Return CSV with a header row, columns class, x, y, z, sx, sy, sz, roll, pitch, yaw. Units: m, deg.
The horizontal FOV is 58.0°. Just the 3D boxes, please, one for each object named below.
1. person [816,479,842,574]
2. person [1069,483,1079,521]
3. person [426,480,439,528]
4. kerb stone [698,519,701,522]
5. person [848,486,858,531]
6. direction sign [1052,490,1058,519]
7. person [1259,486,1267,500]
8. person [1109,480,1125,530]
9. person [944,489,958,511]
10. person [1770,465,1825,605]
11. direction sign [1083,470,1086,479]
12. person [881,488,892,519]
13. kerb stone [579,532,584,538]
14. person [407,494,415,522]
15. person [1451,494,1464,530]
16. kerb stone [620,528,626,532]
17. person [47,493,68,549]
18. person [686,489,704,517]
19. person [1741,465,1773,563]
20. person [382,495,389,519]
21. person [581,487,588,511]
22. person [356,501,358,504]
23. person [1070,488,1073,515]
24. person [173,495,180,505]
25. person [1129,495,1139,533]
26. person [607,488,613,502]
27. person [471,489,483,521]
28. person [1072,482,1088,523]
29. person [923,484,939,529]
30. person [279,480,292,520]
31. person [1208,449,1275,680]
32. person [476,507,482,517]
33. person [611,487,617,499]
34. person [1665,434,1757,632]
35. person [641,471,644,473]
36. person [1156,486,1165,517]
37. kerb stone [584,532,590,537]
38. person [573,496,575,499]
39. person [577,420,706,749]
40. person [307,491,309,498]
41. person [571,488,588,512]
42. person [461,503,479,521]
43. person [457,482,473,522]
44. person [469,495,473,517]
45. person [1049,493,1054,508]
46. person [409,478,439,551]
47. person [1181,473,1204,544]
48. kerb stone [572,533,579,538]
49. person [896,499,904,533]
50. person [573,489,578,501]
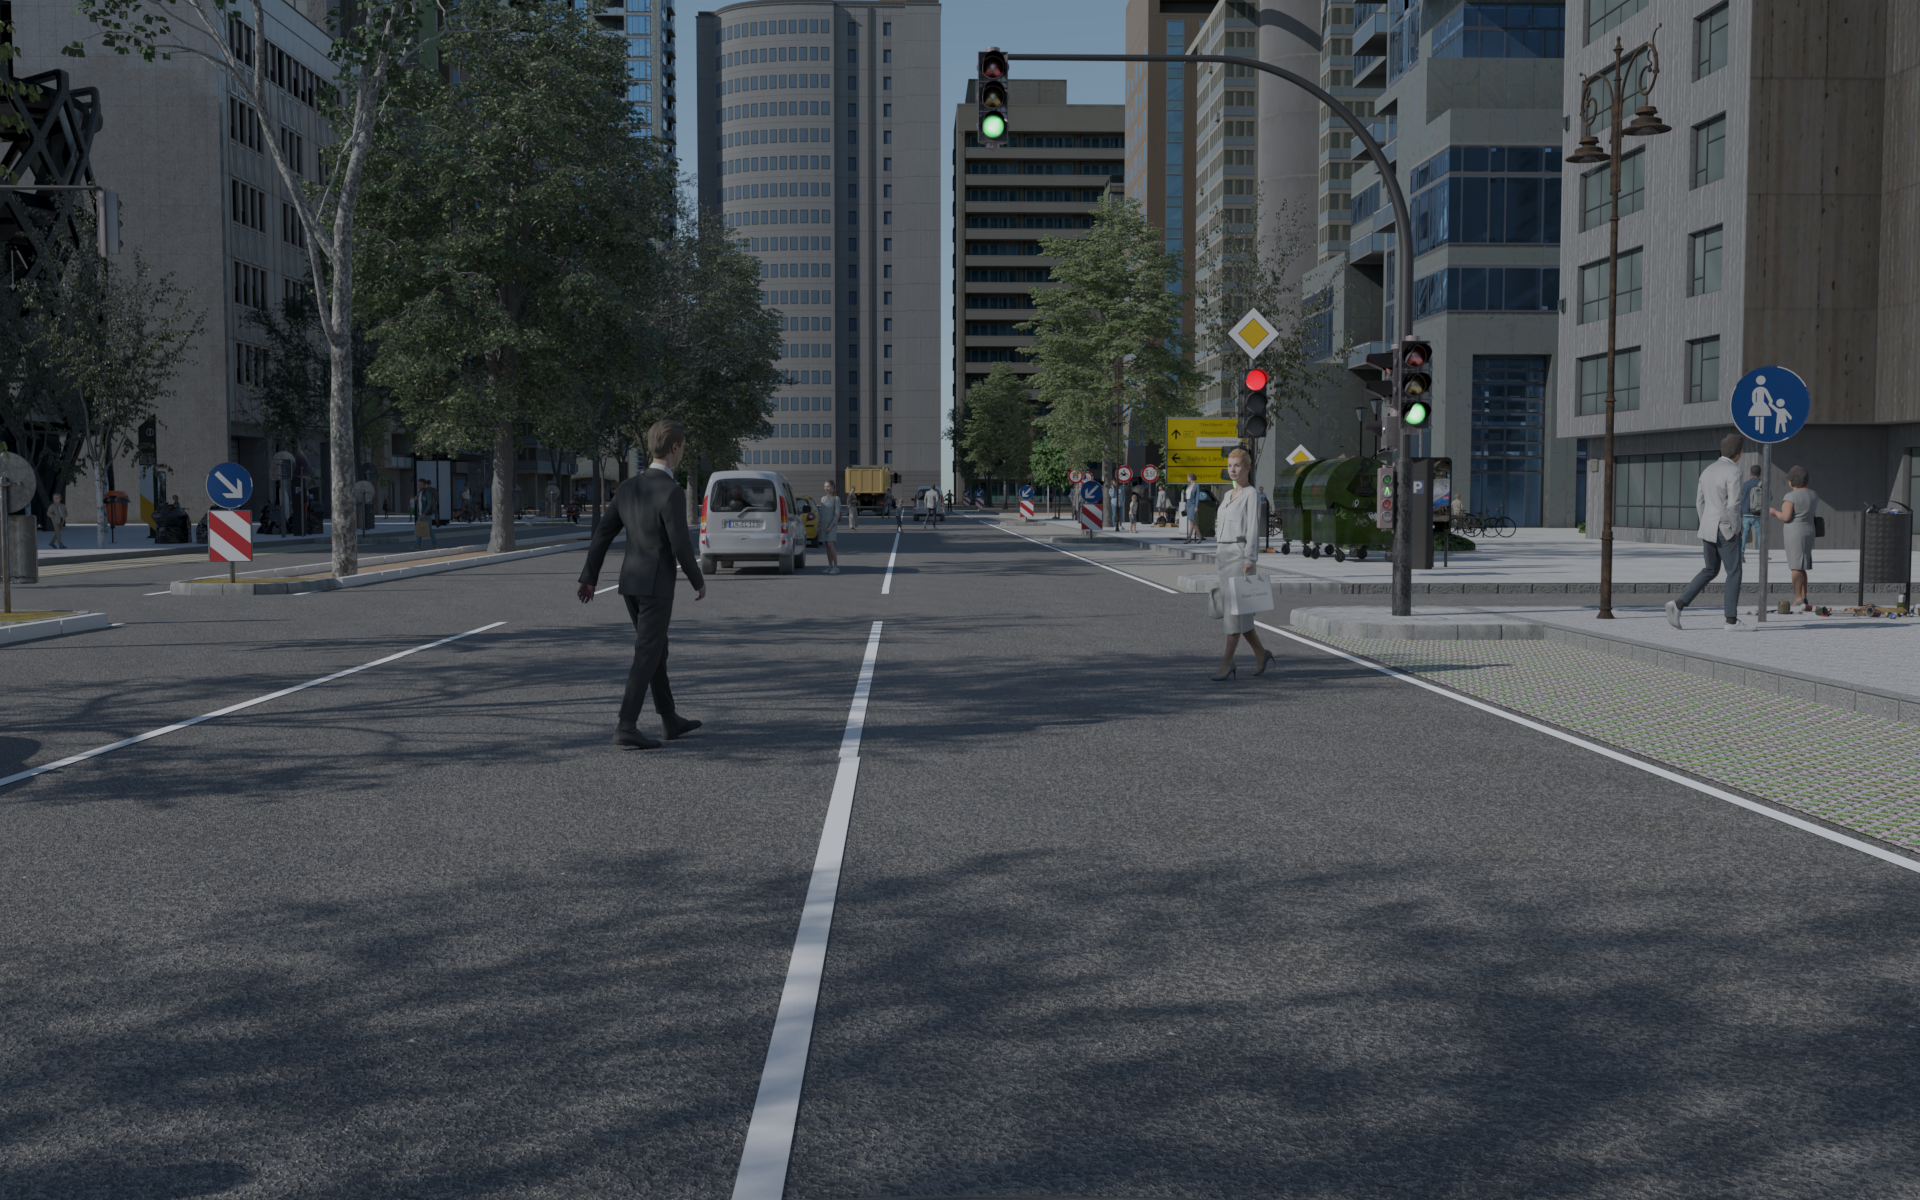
class,x,y,z,sx,sy,sz,roll,pitch,yaw
person,-2.351,-1.337,31.362,0.512,1.701,0.522,2,4,35
person,5.644,-4.768,84.092,0.635,1.810,0.391,-2,4,-24
person,-20.113,-3.657,65.794,0.622,1.834,0.822,-2,4,-27
kerb stone,-13.522,-4.100,89.349,0.120,0.150,1.000,0,4,-2
person,-4.090,-3.522,66.641,0.362,1.759,0.519,1,4,18
direction sign,5.001,-6.041,90.768,0.876,3.537,0.379,0,4,-7
person,12.443,-3.892,71.490,0.589,1.601,0.330,0,4,5
person,5.626,-3.402,61.925,0.793,1.790,0.793,3,5,40
person,-0.842,-8.308,144.351,1.348,1.823,0.705,-1,4,-20
person,10.337,-0.766,21.381,0.716,1.782,0.532,-1,4,-23
direction sign,6.282,-6.128,92.185,0.876,3.537,0.379,0,4,4
person,-4.278,-5.643,101.030,0.573,1.790,0.520,2,4,35
kerb stone,-12.516,-2.103,56.590,0.120,0.150,1.000,0,4,-2
person,-24.822,-4.182,78.671,0.590,1.304,0.306,0,4,3
person,17.587,-3.116,61.269,0.475,1.303,0.640,1,4,20
kerb stone,-12.797,-2.667,65.797,0.120,0.150,1.000,0,4,-2
person,-21.128,-1.851,40.585,0.640,1.303,0.475,1,4,20
person,-16.313,-6.010,106.908,1.348,1.807,0.705,2,4,30
person,14.665,-1.594,32.096,0.713,1.824,0.794,-2,4,-30
person,-29.468,-4.780,88.870,0.362,1.253,0.373,2,4,28
person,-27.679,-7.460,127.880,0.599,1.838,0.709,1,4,18
person,-26.642,-4.255,75.825,1.509,1.804,0.699,3,5,44
person,6.911,-6.076,106.847,0.415,1.643,0.593,0,4,-8
person,-29.753,-3.362,65.674,0.373,1.253,0.362,-3,4,-38
person,5.720,-2.822,56.874,0.332,1.250,0.352,-1,4,-14
person,-31.807,-9.313,158.324,0.705,1.822,1.348,2,4,31
person,-23.535,-4.791,84.180,0.447,1.846,0.655,3,5,44
person,5.216,-4.227,75.254,0.694,1.812,0.767,1,4,19
person,-1.189,-3.869,71.608,0.661,1.843,0.795,2,4,27
person,-26.406,-3.769,67.550,0.818,1.842,0.514,-2,4,-24
person,2.208,-0.280,13.432,0.624,1.780,0.694,-1,4,-10
person,-27.098,-5.323,97.324,0.590,1.304,0.306,3,5,41
person,-22.672,-6.536,113.715,0.445,1.727,0.742,0,4,3
person,7.054,-0.630,16.187,0.795,1.843,0.661,0,4,-5
person,-5.227,-1.204,28.365,0.590,1.801,0.661,-2,4,-25
person,10.476,-5.101,90.194,0.466,1.731,0.760,1,4,13
kerb stone,-12.546,-2.166,57.614,0.120,0.150,1.000,0,4,-2
person,-31.328,-8.289,142.284,0.721,1.735,1.217,2,4,27
person,-1.714,-0.100,9.905,0.659,1.850,0.755,3,5,42
person,-23.759,-3.446,63.064,0.598,1.740,0.731,1,4,21
person,-27.714,-7.298,126.090,1.217,1.736,0.721,-1,4,-10
person,-23.105,-4.276,81.458,0.738,1.151,1.012,3,5,40
person,-22.874,-4.520,80.040,0.850,1.850,0.679,1,4,13
person,-26.816,-5.307,95.405,0.503,1.515,0.523,-1,4,-9
person,8.449,-9.200,159.700,0.421,1.427,0.697,-2,4,-23
person,-13.484,-2.148,43.602,0.713,1.824,0.794,-2,4,-28
person,6.024,-2.356,44.581,0.654,1.822,0.581,-1,4,-14
kerb stone,-12.476,-2.041,55.569,0.120,0.150,1.000,0,4,-2
person,-2.198,-3.074,63.452,0.352,1.250,0.332,3,4,36
person,-32.375,-8.509,145.870,0.721,1.736,1.217,0,4,0
